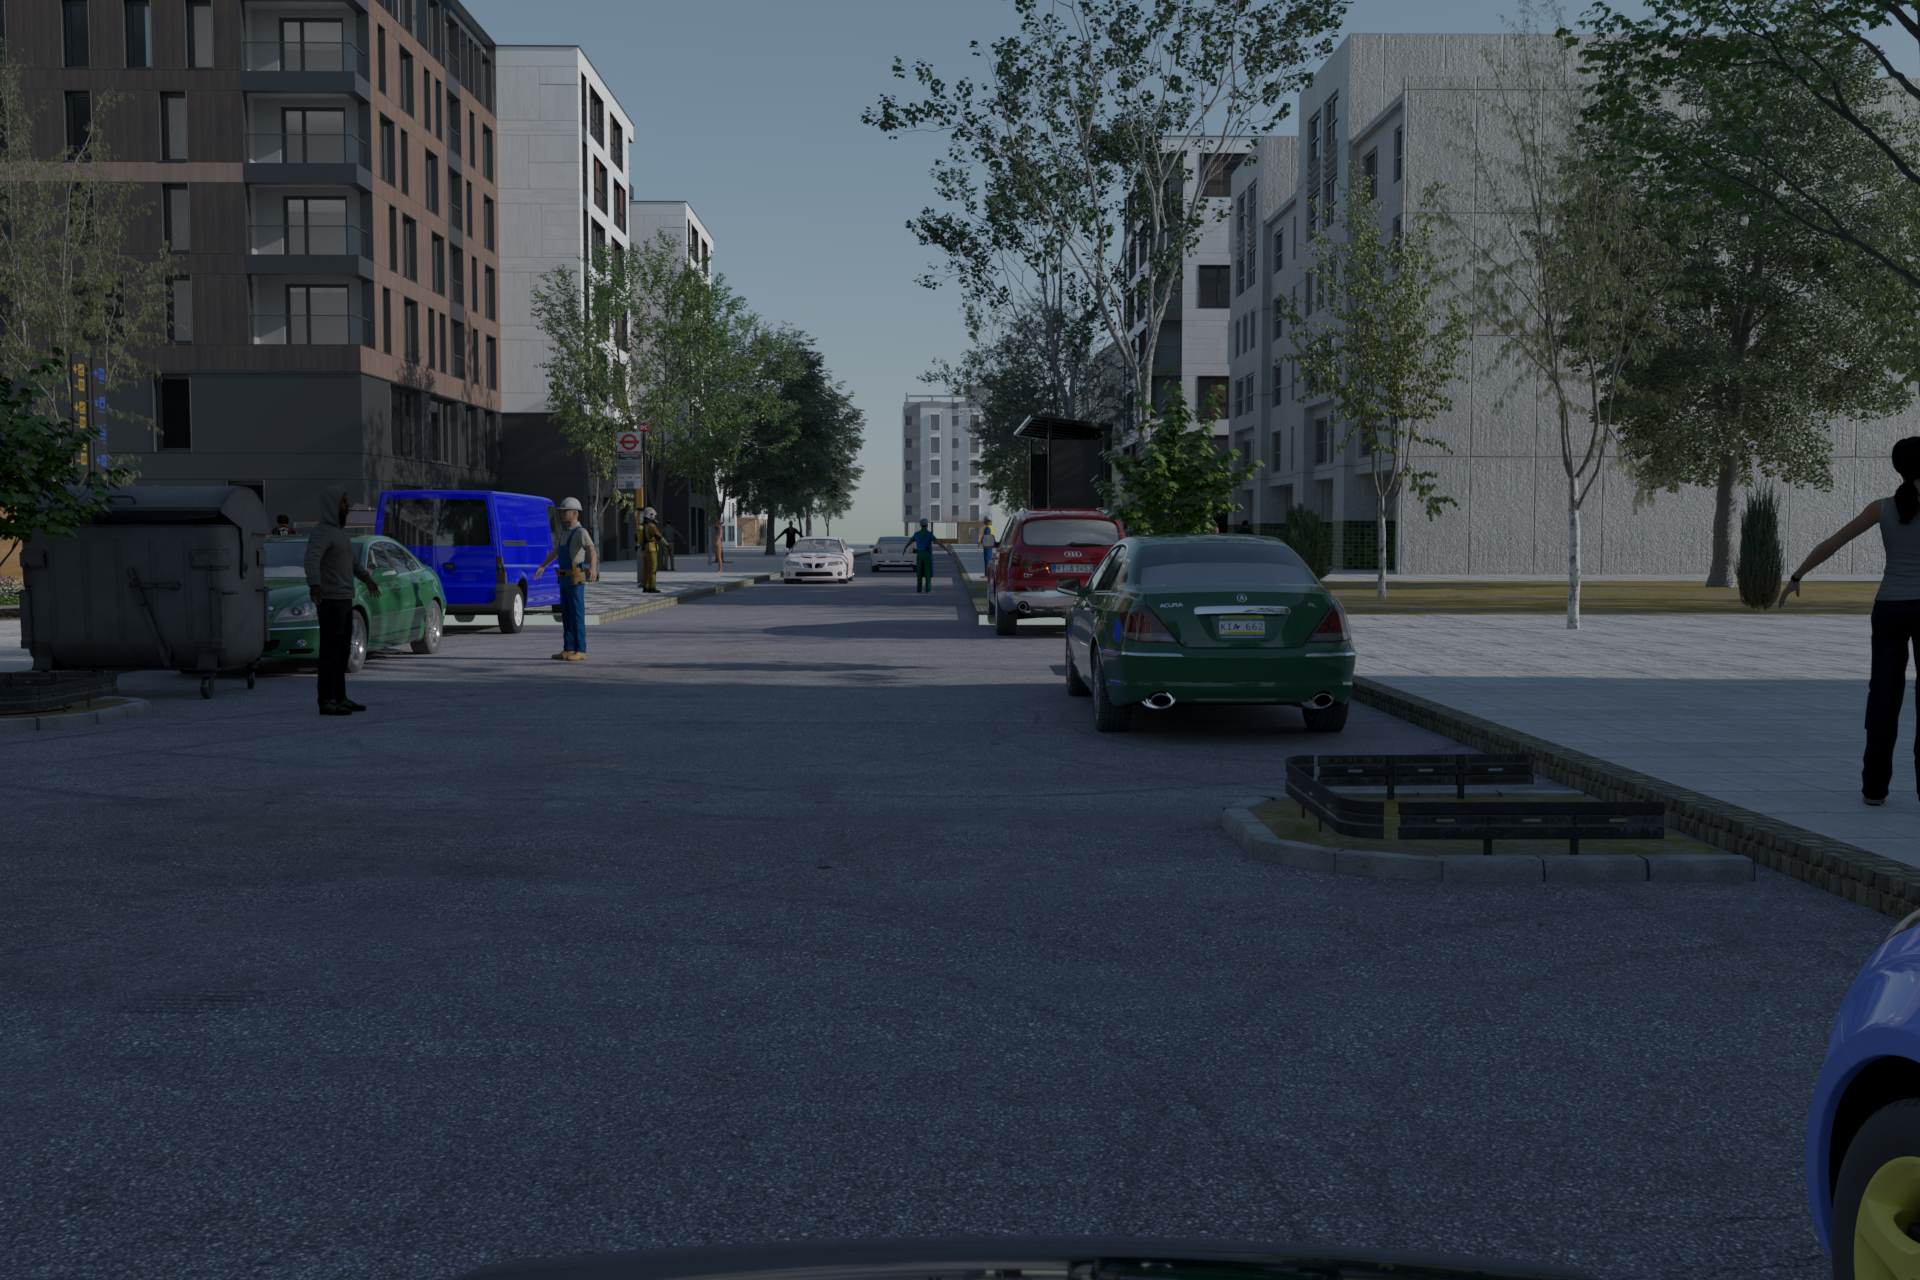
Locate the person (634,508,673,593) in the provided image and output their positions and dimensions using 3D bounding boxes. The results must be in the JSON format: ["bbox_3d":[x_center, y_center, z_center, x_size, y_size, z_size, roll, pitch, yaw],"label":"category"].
[{"bbox_3d":[-6.743,-1.956,37.746,0.705,1.858,1.354,-3,5,-44],"label":"person"}]

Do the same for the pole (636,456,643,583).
[{"bbox_3d":[-8.345,-3.138,45.156,0.158,3.312,0.155,0,3,0],"label":"pole"}]

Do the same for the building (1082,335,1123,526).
[{"bbox_3d":[21.089,-19.754,153.901,19.493,23.208,18.063,0,4,-1],"label":"building"}]

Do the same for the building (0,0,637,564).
[{"bbox_3d":[-29.789,-13.844,70.329,27.936,21.610,32.646,0,4,-1],"label":"building"}]

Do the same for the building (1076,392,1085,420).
[{"bbox_3d":[22.003,-22.015,190.877,19.493,23.208,18.063,0,3,0],"label":"building"}]

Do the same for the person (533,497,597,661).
[{"bbox_3d":[-4.442,-0.697,19.716,0.705,1.847,1.347,-3,5,-41],"label":"person"}]

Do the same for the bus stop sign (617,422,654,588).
[{"bbox_3d":[-7.754,-3.225,41.436,0.855,3.939,0.416,0,4,1],"label":"bus stop sign"}]

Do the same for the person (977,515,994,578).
[{"bbox_3d":[0.774,-2.719,50.418,0.705,1.833,1.349,1,4,14],"label":"person"}]

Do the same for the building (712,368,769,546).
[{"bbox_3d":[-26.784,-20.235,187.265,16.016,20.090,11.380,0,4,0],"label":"building"}]

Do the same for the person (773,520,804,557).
[{"bbox_3d":[-6.392,-3.627,65.529,1.346,1.802,0.704,-1,4,-11],"label":"person"}]

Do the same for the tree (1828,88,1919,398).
[{"bbox_3d":[16.087,-4.753,28.080,4.737,8.622,4.395,0,3,0],"label":"tree"}]

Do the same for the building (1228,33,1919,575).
[{"bbox_3d":[21.960,-12.455,70.100,16.747,18.905,31.486,0,4,-1],"label":"building"}]

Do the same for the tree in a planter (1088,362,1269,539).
[{"bbox_3d":[2.237,-1.273,18.042,1.991,3.239,1.994,0,4,-1],"label":"tree in a planter"}]

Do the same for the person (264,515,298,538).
[{"bbox_3d":[-18.985,-2.595,48.569,1.345,1.843,0.704,-2,4,-32],"label":"person"}]

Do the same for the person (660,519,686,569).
[{"bbox_3d":[-10.218,-3.329,60.701,1.348,1.796,0.705,-2,4,-28],"label":"person"}]

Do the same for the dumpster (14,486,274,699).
[{"bbox_3d":[-7.260,-0.444,15.475,1.865,1.857,1.264,0,4,-1],"label":"dumpster"}]

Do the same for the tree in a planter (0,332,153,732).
[{"bbox_3d":[-7.479,-0.986,13.342,1.991,3.239,1.994,0,4,0],"label":"tree in a planter"}]

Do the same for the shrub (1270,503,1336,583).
[{"bbox_3d":[8.041,-2.263,41.035,1.661,2.075,1.752,0,3,0],"label":"shrub"}]

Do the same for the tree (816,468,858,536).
[{"bbox_3d":[-16.903,-17.958,219.372,9.928,11.665,9.643,0,3,0],"label":"tree"}]

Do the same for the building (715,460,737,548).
[{"bbox_3d":[-26.336,-13.930,169.902,9.099,9.664,28.070,0,4,0],"label":"building"}]

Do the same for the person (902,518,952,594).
[{"bbox_3d":[-0.840,-2.027,41.717,1.347,1.817,0.704,2,4,29],"label":"person"}]

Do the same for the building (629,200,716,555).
[{"bbox_3d":[-30.616,-15.907,104.047,27.936,21.610,32.646,0,4,-1],"label":"building"}]

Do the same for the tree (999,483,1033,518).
[{"bbox_3d":[8.482,-17.451,219.740,7.601,10.594,8.767,0,4,3],"label":"tree"}]

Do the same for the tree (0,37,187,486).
[{"bbox_3d":[-13.872,-4.669,26.695,4.360,8.622,3.978,0,3,0],"label":"tree"}]

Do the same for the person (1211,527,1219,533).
[{"bbox_3d":[4.717,-1.390,31.994,0.991,1.433,0.599,0,4,-6],"label":"person"}]

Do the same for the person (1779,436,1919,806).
[{"bbox_3d":[4.498,-0.083,8.161,1.217,1.737,0.721,3,5,40],"label":"person"}]

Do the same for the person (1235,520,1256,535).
[{"bbox_3d":[9.327,-3.043,56.476,1.216,1.740,0.721,2,4,28],"label":"person"}]

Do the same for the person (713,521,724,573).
[{"bbox_3d":[-8.097,-3.106,57.592,0.721,1.733,1.217,-1,4,-13],"label":"person"}]

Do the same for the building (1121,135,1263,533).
[{"bbox_3d":[23.568,-16.003,105.625,27.936,21.610,32.646,0,4,-1],"label":"building"}]

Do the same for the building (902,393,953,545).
[{"bbox_3d":[-7.140,-22.312,223.677,11.380,20.090,16.016,0,4,2],"label":"building"}]

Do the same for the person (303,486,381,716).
[{"bbox_3d":[-4.959,-0.320,13.819,0.705,1.813,1.348,0,4,1],"label":"person"}]
